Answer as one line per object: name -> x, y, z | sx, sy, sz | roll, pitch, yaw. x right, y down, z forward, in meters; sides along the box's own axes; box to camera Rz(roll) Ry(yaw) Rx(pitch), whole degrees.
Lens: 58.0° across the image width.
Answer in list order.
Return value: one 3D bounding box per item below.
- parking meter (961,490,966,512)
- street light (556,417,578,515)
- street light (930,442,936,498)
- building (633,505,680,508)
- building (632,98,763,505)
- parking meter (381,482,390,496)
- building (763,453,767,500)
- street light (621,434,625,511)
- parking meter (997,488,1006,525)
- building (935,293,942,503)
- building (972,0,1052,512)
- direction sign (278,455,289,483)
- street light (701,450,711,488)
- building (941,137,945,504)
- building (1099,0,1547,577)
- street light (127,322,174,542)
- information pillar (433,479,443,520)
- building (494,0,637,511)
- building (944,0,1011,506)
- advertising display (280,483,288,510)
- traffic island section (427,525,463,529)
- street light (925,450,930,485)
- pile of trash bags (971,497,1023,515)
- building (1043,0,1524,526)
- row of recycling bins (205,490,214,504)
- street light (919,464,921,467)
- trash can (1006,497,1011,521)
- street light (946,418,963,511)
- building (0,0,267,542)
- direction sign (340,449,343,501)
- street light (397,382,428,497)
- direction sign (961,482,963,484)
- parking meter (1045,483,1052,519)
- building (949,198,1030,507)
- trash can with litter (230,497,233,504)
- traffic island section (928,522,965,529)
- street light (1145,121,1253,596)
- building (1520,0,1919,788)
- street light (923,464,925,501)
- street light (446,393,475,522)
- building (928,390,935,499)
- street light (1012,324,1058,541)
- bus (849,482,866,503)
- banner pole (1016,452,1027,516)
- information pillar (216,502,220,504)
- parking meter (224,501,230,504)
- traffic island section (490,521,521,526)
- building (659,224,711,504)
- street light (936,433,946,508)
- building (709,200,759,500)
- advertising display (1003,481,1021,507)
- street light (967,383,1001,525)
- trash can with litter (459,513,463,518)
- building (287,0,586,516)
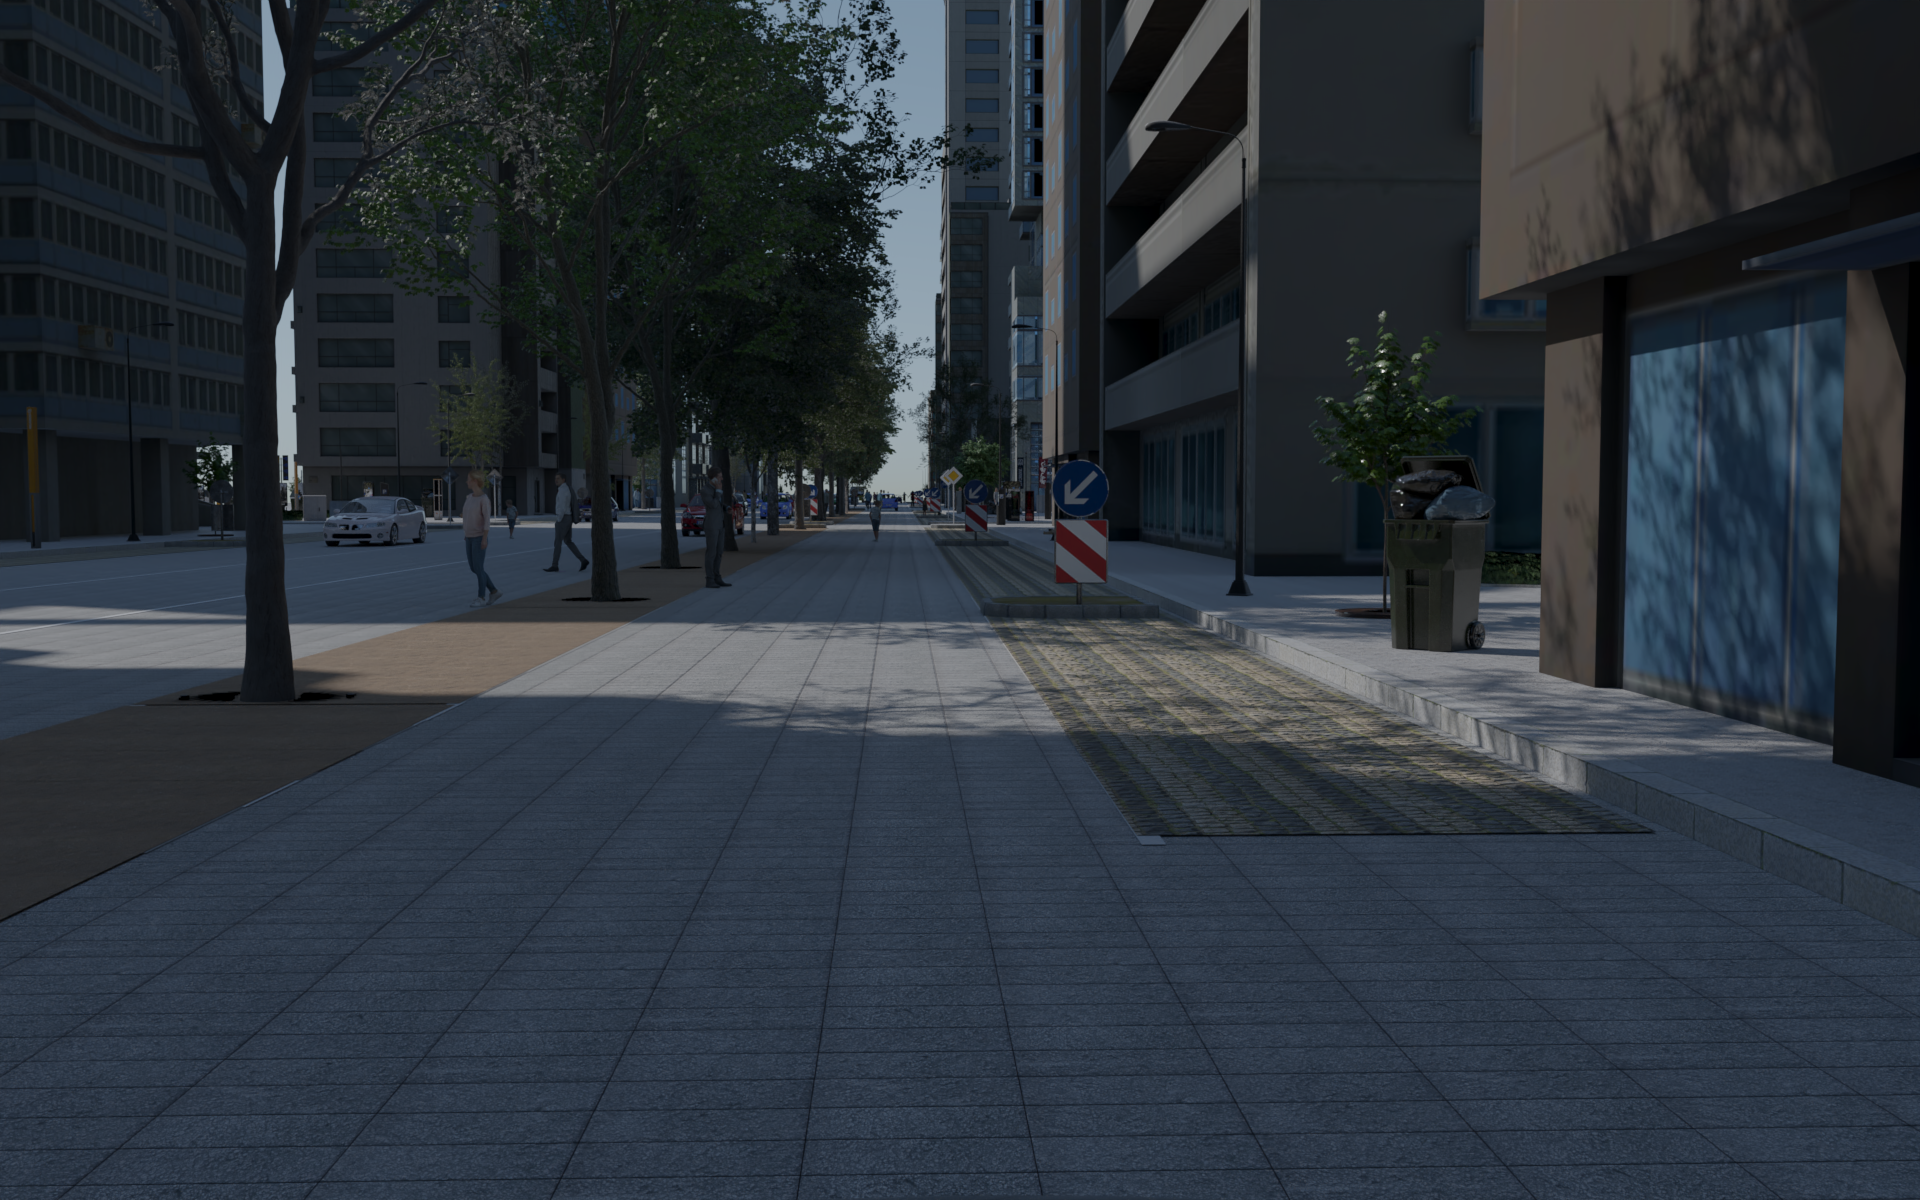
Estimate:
parking meter -> 0.207, -6.965, 122.285 | 0.372, 1.533, 0.369 | 0, 3, 0
street light -> -23.784, -8.081, 104.663 | 1.470, 5.913, 1.316 | 0, 4, -2
street light -> -1.740, -11.324, 157.681 | 1.470, 5.913, 1.316 | 0, 4, -2
building -> -38.203, -52.425, 169.825 | 22.319, 86.520, 31.000 | 0, 4, -2
building -> -43.097, -59.258, 281.545 | 22.319, 86.520, 31.000 | 0, 4, -2
parking meter -> -28.533, -4.910, 85.992 | 0.399, 1.863, 0.255 | -1, 4, -11
building -> -40.120, -38.040, 305.545 | 14.154, 41.232, 14.086 | 0, 4, -2
street light -> -24.688, -9.601, 129.510 | 1.470, 5.913, 1.316 | 0, 4, -2
parking meter -> 1.694, -3.850, 71.357 | 0.372, 1.533, 0.369 | 0, 3, 0
building -> 3.404, -29.168, 248.601 | 14.160, 30.474, 14.107 | 0, 4, -2
building -> 12.737, -50.544, 139.072 | 22.319, 86.520, 31.000 | 0, 4, -2
direction sign -> -39.438, -6.648, 100.699 | 0.876, 3.537, 0.379 | 0, 4, 8
street light -> -26.503, -12.766, 181.267 | 1.470, 5.913, 1.316 | 0, 4, -2
building -> 8.540, -36.470, 219.985 | 21.300, 48.544, 21.600 | 0, 4, -2
building -> 14.851, -25.234, 36.285 | 21.300, 48.544, 21.600 | 0, 4, -2
street light -> -21.868, -4.542, 46.800 | 1.470, 5.913, 1.316 | 0, 4, -2
information pillar -> -25.569, -4.915, 84.846 | 0.304, 2.012, 0.304 | 1, 4, 12
building -> -32.145, -29.251, 128.358 | 14.600, 45.320, 14.200 | 0, 4, -2
building -> 8.805, -39.907, 194.482 | 21.231, 58.520, 28.212 | 0, 4, -2
advertising display -> -38.282, -5.665, 97.841 | 0.123, 1.923, 0.974 | 0, 4, 7
traffic island section -> -21.254, -3.049, 72.126 | 2.009, 0.180, 2.903 | 0, 4, -2
street light -> -2.688, -12.843, 182.527 | 1.470, 5.913, 1.316 | 0, 4, -2
pile of trash bags -> 2.080, -5.980, 107.531 | 3.447, 1.369, 1.912 | -2, 4, -28
building -> 10.492, -25.198, 62.099 | 14.600, 45.320, 14.200 | 0, 4, -2
row of recycling bins -> -62.372, -8.266, 142.258 | 1.069, 1.692, 3.534 | 0, 4, 5
street light -> -4.610, -16.378, 240.314 | 1.470, 5.913, 1.316 | 0, 4, -2
trash can -> 2.477, -4.340, 82.612 | 0.748, 1.137, 0.748 | 0, 3, 0
street light -> 0.065, -8.122, 105.343 | 1.470, 5.913, 1.316 | 0, 4, -2
building -> -35.847, -22.143, 53.912 | 23.993, 40.220, 32.217 | 0, 4, -2
direction sign -> -31.435, -5.873, 88.014 | 0.379, 3.537, 0.876 | -1, 4, -20
street light -> -22.713, -6.068, 71.757 | 1.470, 5.913, 1.316 | 0, 4, -2
direction sign -> 0.297, -8.435, 129.917 | 0.379, 3.537, 0.876 | 2, 4, 28
parking meter -> 4.463, -5.017, 87.737 | 0.255, 1.863, 0.399 | 1, 4, 22
building -> 5.828, -24.579, 173.574 | 14.160, 30.474, 14.107 | 0, 4, -2
trash can with litter -> -59.962, -8.002, 142.223 | 1.055, 1.170, 0.624 | -3, 5, -40
traffic island section -> -0.225, -3.093, 72.851 | 2.009, 0.180, 2.903 | 0, 4, -2
street light -> 2.999, -3.009, 21.736 | 1.470, 5.913, 1.316 | 0, 4, -2
building -> 10.941, -21.682, 4.613 | 14.600, 45.320, 14.200 | 0, 4, -2
street light -> -3.377, -14.373, 207.534 | 1.470, 5.913, 1.316 | 0, 4, -2
street light -> -22.999, -6.561, 79.811 | 1.470, 5.913, 1.316 | 0, 4, -2
building -> 8.444, -27.934, 301.755 | 27.650, 21.520, 28.899 | 0, 4, -2
street light -> 2.107, -4.582, 47.453 | 1.470, 5.913, 1.316 | 0, 4, -2
bus -> -17.185, -18.329, 291.231 | 2.896, 3.916, 12.252 | 0, 4, -1
banner pole -> 3.745, -6.939, 103.474 | 0.863, 3.779, 0.401 | 2, 4, 30
information pillar -> -42.091, -6.545, 98.372 | 0.183, 3.616, 0.504 | 0, 4, 6
parking meter -> -44.025, -5.848, 104.026 | 0.372, 1.533, 0.369 | 0, 3, 0
traffic island section -> -21.532, -3.537, 80.106 | 2.009, 0.180, 2.903 | 0, 4, -2
building -> -40.426, -35.616, 201.935 | 23.786, 49.044, 30.456 | 0, 4, -2
street light -> -0.871, -9.675, 130.735 | 1.470, 5.913, 1.316 | 0, 4, -2
building -> -41.122, -43.471, 252.745 | 21.231, 58.520, 28.212 | 0, 4, -2
advertising display -> 2.556, -4.920, 85.662 | 0.974, 1.923, 0.123 | -2, 4, -31
street light -> 1.149, -6.130, 72.772 | 1.470, 5.913, 1.316 | 0, 4, -2
trash can with litter -> -26.205, -4.941, 92.179 | 1.055, 1.170, 0.624 | 2, 4, 23
building -> -31.136, -20.374, 104.810 | 14.160, 30.474, 14.107 | 0, 4, -2
